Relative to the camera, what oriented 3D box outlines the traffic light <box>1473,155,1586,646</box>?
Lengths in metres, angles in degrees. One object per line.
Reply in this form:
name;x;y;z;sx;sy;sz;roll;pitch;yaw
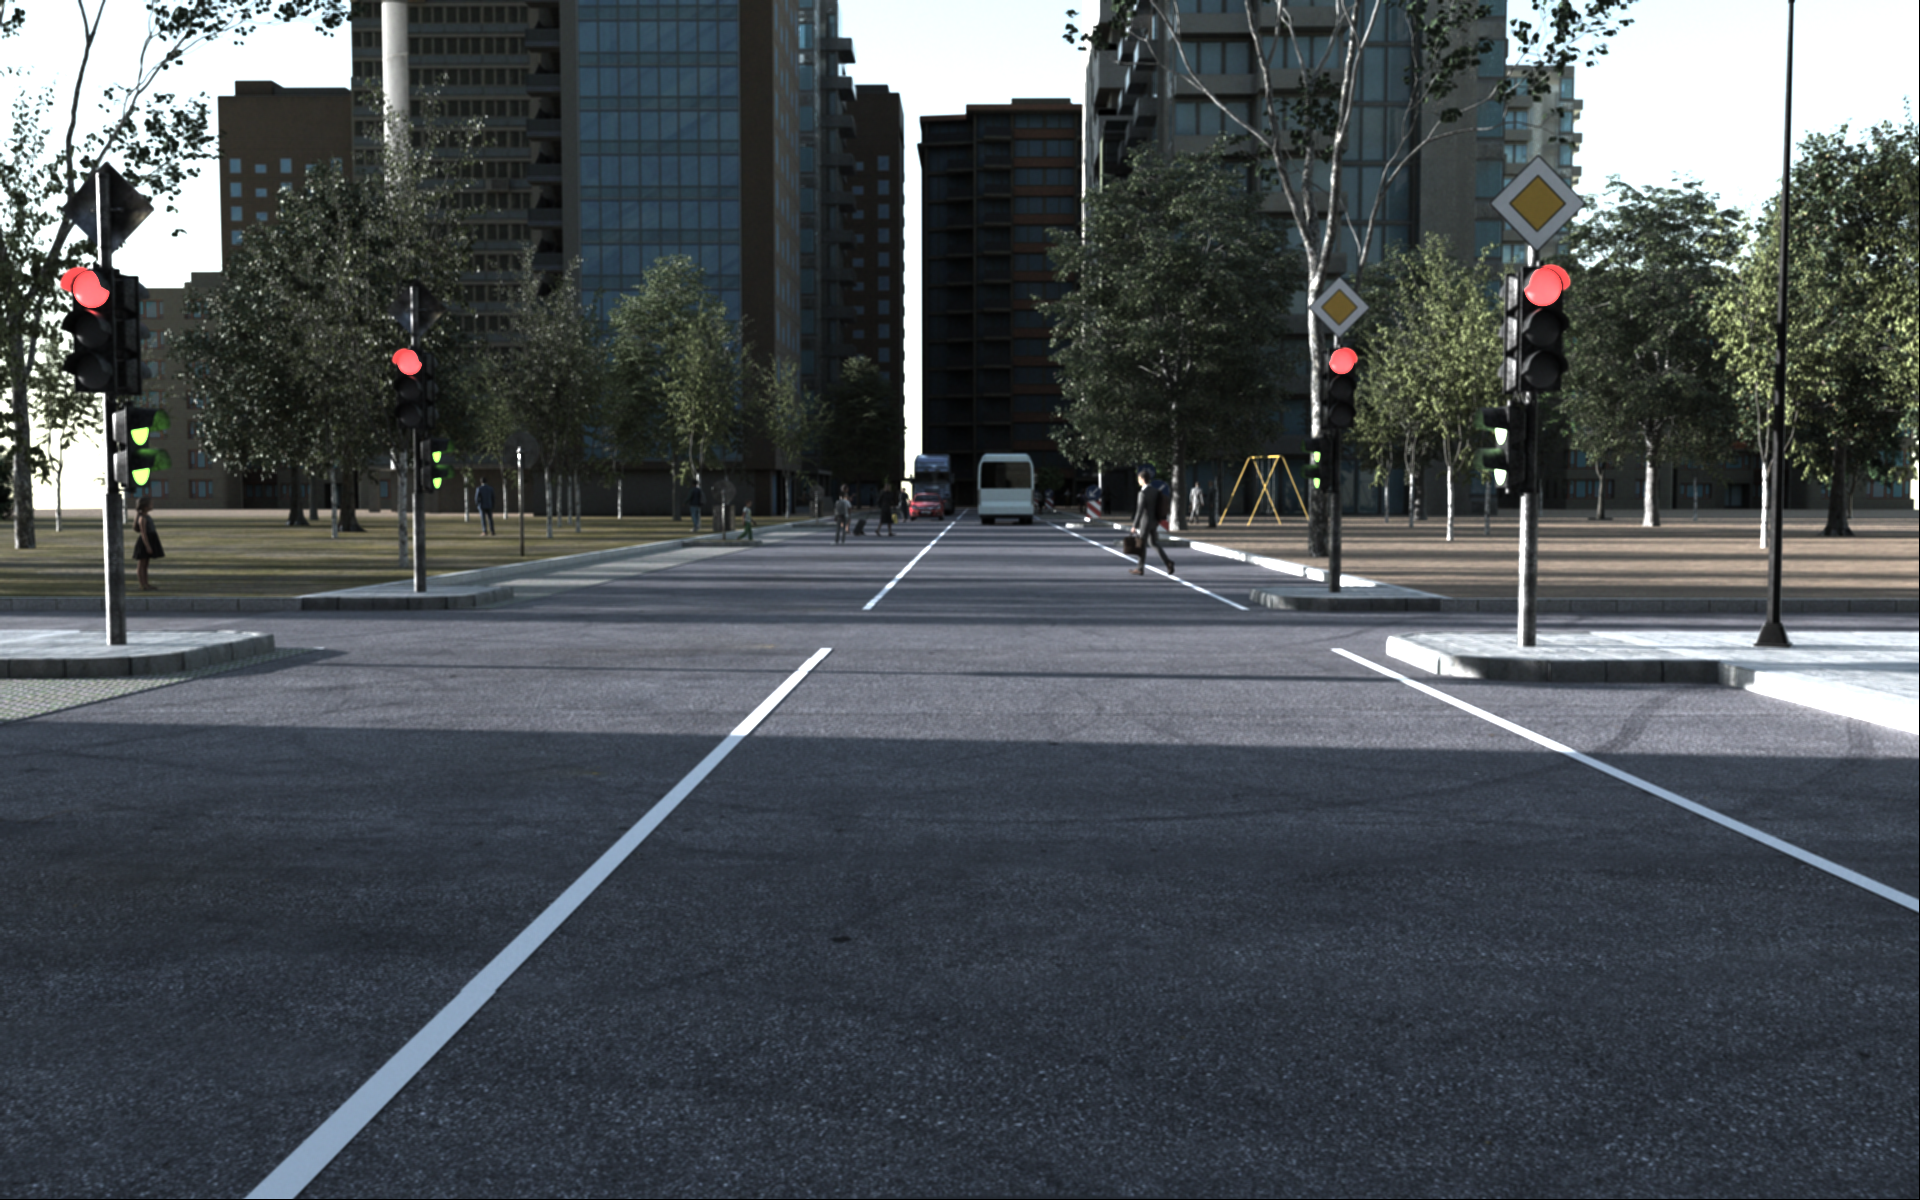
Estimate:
traffic light;4.774;-1.567;14.538;0.839;4.253;0.868;0;4;1

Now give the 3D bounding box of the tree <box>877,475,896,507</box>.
tree;-7.276;-10.961;173.817;1.663;3.219;1.824;0;3;0

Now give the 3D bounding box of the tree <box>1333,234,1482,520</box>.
tree;22.445;-10.872;84.414;9.857;13.997;8.962;0;3;0

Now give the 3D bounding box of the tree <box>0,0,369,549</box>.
tree;-20.746;-11.238;39.627;12.611;20.169;13.585;0;3;0

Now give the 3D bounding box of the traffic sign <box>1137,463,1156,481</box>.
traffic sign;7.537;-4.281;70.097;0.768;2.556;0.104;0;4;2

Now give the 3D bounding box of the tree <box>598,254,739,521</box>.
tree;-13.861;-10.044;82.353;7.486;12.596;7.792;0;3;0

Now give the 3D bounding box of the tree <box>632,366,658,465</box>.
tree;-17.740;-8.590;90.810;4.360;8.622;3.978;0;3;0

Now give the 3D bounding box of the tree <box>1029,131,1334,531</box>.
tree;7.583;-9.414;60.569;9.857;13.997;8.962;0;3;0

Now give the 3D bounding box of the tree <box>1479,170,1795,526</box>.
tree;27.631;-9.898;68.491;9.857;13.997;8.962;0;3;0

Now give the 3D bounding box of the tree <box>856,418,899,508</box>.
tree;-7.539;-12.725;158.416;4.737;8.622;4.395;0;3;0

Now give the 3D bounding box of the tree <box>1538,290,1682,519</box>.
tree;32.480;-9.896;87.549;9.928;11.665;9.643;0;3;0

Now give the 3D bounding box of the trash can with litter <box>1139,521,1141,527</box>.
trash can with litter;7.249;-3.426;67.403;0.624;1.170;1.055;1;4;11

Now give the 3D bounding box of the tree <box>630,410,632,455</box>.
tree;-15.641;-7.126;66.868;4.360;8.622;3.978;0;3;0

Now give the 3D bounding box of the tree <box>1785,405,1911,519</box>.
tree;52.793;-7.503;85.584;20.602;7.101;11.467;0;4;1

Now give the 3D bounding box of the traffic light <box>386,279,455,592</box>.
traffic light;-7.081;-2.064;22.663;0.839;4.253;0.868;0;4;1

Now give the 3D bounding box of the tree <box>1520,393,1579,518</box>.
tree;31.722;-8.804;94.300;4.360;8.622;3.978;0;3;0

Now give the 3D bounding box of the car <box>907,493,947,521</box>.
car;-1.788;-5.243;94.761;2.155;1.783;4.494;0;4;1

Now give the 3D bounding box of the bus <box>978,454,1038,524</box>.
bus;2.369;-5.545;85.517;2.948;3.499;13.247;0;4;2

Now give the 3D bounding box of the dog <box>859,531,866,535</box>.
dog;-3.436;-2.470;60.577;0.748;0.427;0.550;-3;4;-39

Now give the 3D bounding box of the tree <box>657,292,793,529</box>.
tree;-9.573;-6.963;64.199;4.737;8.622;4.395;0;3;0

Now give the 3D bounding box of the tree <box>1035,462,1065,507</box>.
tree;9.032;-11.703;175.059;4.285;4.588;4.351;0;3;0

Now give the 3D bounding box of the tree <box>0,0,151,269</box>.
tree;-14.321;-4.560;24.923;4.737;8.622;4.395;0;3;0

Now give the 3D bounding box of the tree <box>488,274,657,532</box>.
tree;-12.770;-6.561;57.635;4.737;8.622;4.395;0;3;0

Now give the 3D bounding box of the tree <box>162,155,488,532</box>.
tree;-20.788;-8.674;58.836;9.611;12.733;9.660;0;3;0

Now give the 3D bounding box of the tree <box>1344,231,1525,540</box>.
tree;13.559;-5.964;47.876;4.737;8.622;4.395;0;3;0

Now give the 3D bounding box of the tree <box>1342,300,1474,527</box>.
tree;17.661;-7.114;66.684;4.360;8.622;3.978;0;3;0

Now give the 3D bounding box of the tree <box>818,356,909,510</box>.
tree;-7.931;-13.709;142.271;7.486;12.596;7.792;0;3;0

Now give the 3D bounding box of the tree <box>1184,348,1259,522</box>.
tree;11.731;-7.859;78.853;4.360;8.622;3.978;0;3;0

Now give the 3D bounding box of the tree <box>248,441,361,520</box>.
tree;-31.980;-10.176;84.501;7.486;12.596;7.792;0;3;0

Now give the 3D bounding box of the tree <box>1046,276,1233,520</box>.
tree;9.061;-10.386;86.815;9.611;12.733;9.660;0;3;0

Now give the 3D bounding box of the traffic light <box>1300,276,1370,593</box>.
traffic light;4.879;-2.055;22.522;0.839;4.253;0.868;0;4;1

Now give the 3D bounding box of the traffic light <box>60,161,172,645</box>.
traffic light;-7.187;-1.575;14.679;0.839;4.253;0.868;0;4;1

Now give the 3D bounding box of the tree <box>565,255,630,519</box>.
tree;-11.916;-6.091;49.958;4.360;8.622;3.978;0;3;0

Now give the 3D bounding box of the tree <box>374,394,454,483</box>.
tree;-30.641;-9.755;93.913;8.767;10.594;7.601;1;4;11

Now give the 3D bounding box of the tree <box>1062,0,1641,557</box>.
tree;6.694;-10.872;33.652;12.611;20.169;13.585;0;3;0

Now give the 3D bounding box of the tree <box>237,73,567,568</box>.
tree;-9.934;-4.882;30.177;4.360;8.622;3.978;0;3;0

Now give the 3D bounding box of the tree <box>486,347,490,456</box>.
tree;-16.625;-7.469;72.484;4.737;8.622;4.395;0;3;0

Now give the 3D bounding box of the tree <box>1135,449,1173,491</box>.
tree;8.083;-4.794;72.980;1.663;3.219;1.824;0;3;0

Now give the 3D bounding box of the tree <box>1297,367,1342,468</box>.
tree;20.300;-8.849;95.049;4.360;8.622;3.978;0;3;0

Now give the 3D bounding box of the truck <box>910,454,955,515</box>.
truck;-1.736;-8.153;123.066;2.967;4.110;18.799;0;4;1

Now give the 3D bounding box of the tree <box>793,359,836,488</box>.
tree;-8.937;-8.590;90.809;4.737;8.622;4.395;0;3;0

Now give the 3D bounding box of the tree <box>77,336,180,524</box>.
tree;-36.307;-7.644;75.339;4.360;8.622;3.978;0;3;0

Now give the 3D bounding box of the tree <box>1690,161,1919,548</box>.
tree;19.367;-5.546;41.035;4.737;8.622;4.395;0;3;0

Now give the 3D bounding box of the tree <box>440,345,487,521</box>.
tree;-23.395;-8.004;81.224;4.737;8.622;4.395;0;3;0

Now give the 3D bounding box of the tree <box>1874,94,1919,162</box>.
tree;18.367;-4.996;32.047;4.737;8.622;4.395;0;3;0

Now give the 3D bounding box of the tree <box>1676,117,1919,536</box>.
tree;27.046;-8.311;52.886;9.611;12.733;9.660;0;3;0

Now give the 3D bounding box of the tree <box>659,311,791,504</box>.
tree;-9.243;-7.332;70.245;4.360;8.622;3.978;0;3;0

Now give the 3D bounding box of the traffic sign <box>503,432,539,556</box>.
traffic sign;-9.017;-2.170;35.590;0.768;2.556;0.104;0;4;8
